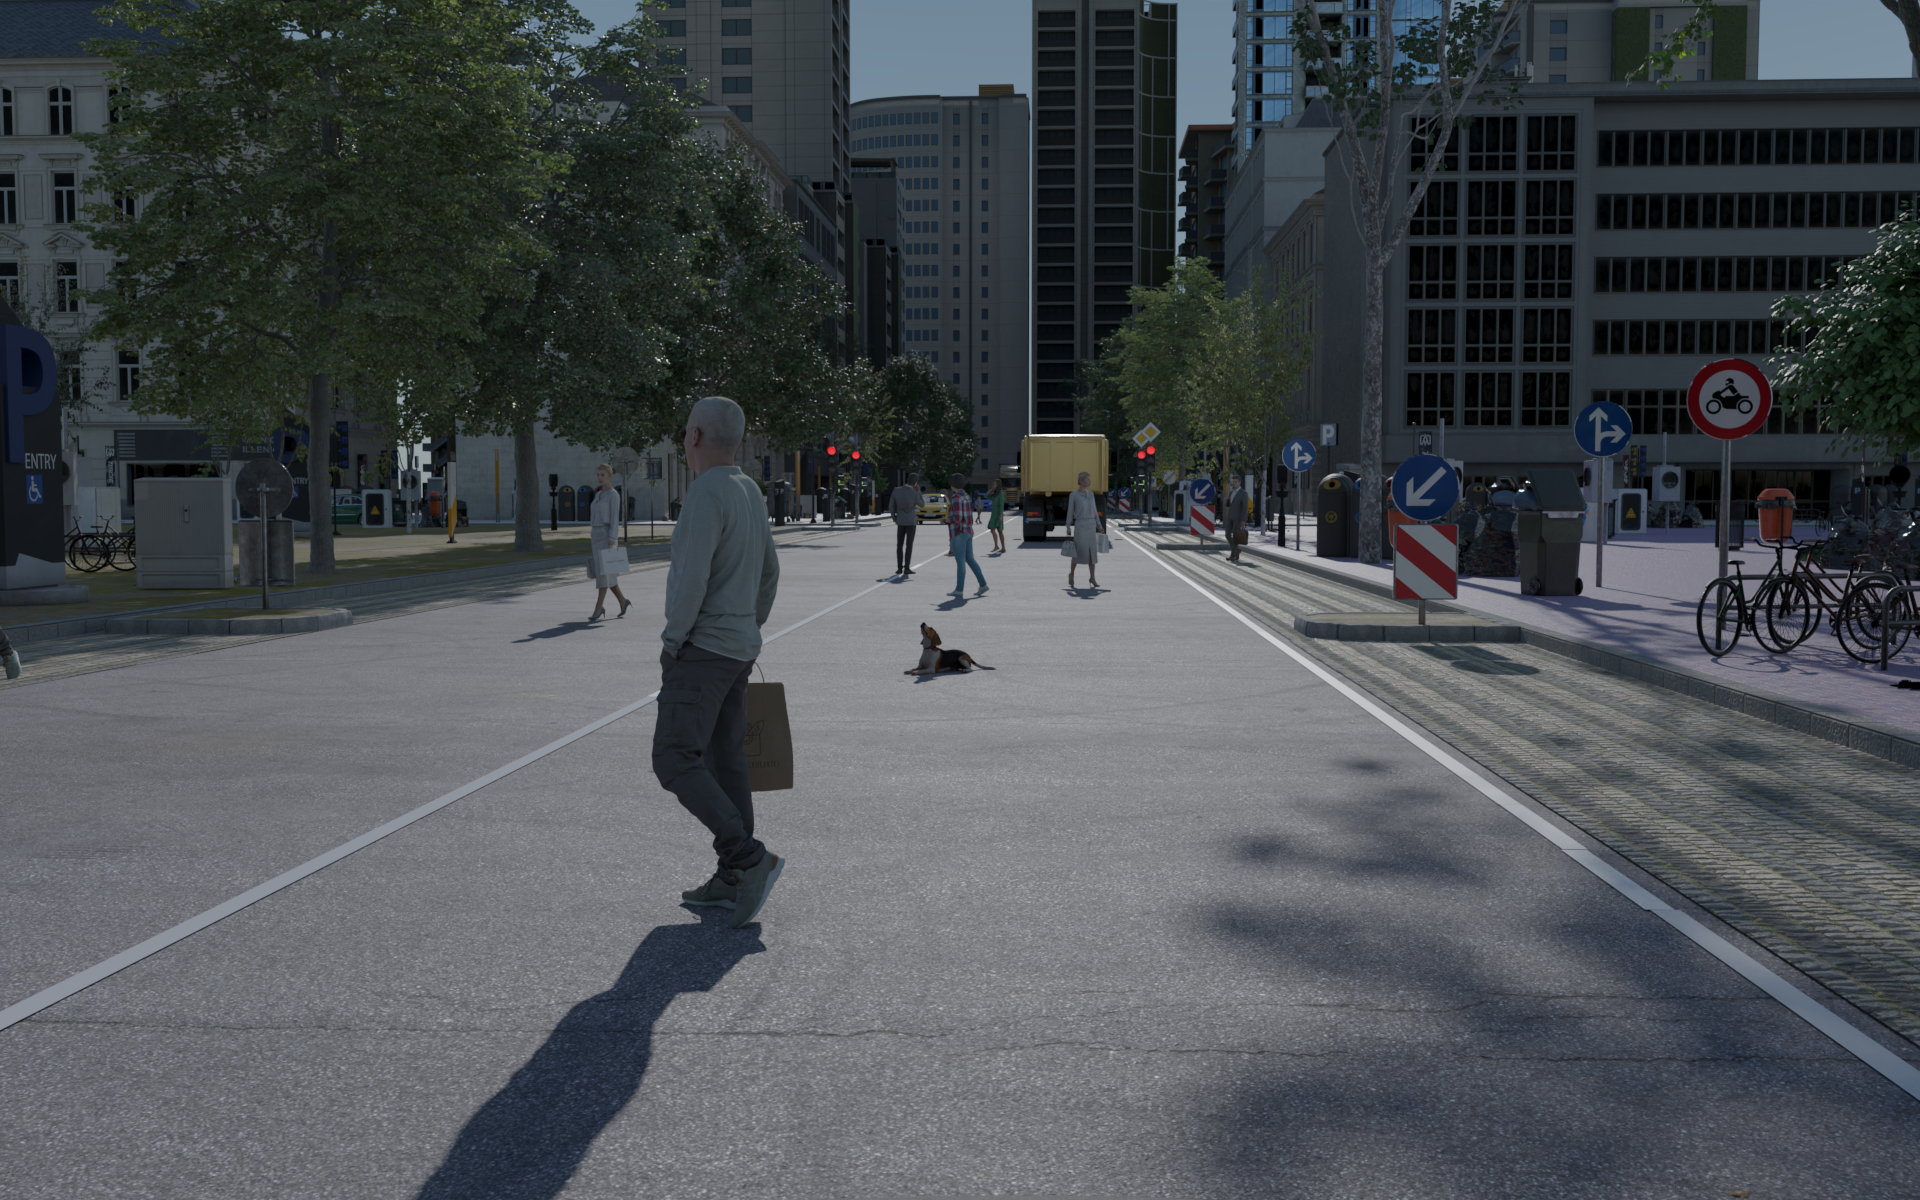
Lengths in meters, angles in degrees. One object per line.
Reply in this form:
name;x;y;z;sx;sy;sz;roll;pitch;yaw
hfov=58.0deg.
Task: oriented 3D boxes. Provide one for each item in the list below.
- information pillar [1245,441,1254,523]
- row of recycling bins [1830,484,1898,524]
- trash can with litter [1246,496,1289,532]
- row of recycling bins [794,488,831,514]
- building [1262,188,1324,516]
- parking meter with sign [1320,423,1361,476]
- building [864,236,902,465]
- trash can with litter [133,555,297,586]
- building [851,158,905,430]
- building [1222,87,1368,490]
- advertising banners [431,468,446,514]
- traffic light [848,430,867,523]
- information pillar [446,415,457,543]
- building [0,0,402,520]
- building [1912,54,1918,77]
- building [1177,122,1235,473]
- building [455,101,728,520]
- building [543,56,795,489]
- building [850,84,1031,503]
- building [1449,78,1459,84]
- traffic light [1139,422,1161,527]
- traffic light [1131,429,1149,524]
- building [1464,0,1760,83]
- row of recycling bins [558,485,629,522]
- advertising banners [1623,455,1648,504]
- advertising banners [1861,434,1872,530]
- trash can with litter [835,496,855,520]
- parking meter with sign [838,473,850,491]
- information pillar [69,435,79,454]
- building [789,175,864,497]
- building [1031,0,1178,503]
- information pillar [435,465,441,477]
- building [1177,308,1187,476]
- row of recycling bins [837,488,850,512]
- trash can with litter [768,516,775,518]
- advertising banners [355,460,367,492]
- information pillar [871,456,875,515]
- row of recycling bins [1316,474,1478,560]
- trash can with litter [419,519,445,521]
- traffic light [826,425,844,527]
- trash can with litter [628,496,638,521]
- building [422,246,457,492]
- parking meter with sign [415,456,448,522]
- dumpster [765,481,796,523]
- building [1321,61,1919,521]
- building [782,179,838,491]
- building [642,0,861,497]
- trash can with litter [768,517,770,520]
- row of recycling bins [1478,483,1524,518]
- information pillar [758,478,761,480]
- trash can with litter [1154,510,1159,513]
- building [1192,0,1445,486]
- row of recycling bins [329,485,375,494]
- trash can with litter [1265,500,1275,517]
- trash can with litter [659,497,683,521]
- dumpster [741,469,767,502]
information pillar;12.691;-5.176;75.976;0.504;3.616;0.183;-3;5;-43
row of recycling bins;38.877;-4.107;74.262;3.534;1.692;1.069;-1;4;-21
trash can with litter;10.418;-2.946;59.227;1.678;1.210;2.233;1;4;23
row of recycling bins;-10.280;-6.494;113.292;3.534;1.692;1.069;-2;4;-34
building;26.025;-16.712;109.398;11.583;22.565;21.152;0;4;3
parking meter with sign;9.840;-2.885;43.425;1.738;3.016;0.543;-2;4;-33
building;-14.090;-25.855;194.433;14.160;30.474;14.107;0;4;3
trash can with litter;-10.839;-0.866;25.222;2.233;1.210;1.678;-2;4;-27
building;-13.925;-32.358;212.645;14.086;41.232;14.154;0;4;3
building;27.302;-21.840;134.579;11.434;29.767;29.804;0;4;3
advertising banners;-37.805;-7.931;125.863;0.090;3.025;2.074;1;4;17
traffic light;-4.523;-5.335;76.147;0.839;4.253;0.868;0;4;3
information pillar;-13.250;-3.289;45.136;0.183;3.616;0.504;0;3;0
building;-54.617;-19.407;93.720;44.131;29.872;17.030;0;4;3
building;59.516;-16.329;84.993;19.932;24.808;12.078;0;4;3
building;36.786;-33.498;202.321;22.147;44.769;28.867;0;4;3
building;-19.186;-14.583;93.178;10.420;20.320;16.860;0;4;3
building;-19.399;-19.939;113.386;14.401;28.519;23.554;0;4;3
building;-3.947;-43.472;252.758;28.212;58.520;21.231;0;4;3
building;60.441;-43.248;249.100;28.212;58.520;21.231;0;4;3
traffic light;7.395;-4.804;67.460;0.839;4.253;0.868;0;4;3
traffic light;7.867;-5.291;75.431;0.839;4.253;0.868;0;4;3
building;75.338;-40.452;203.384;28.212;58.520;21.231;0;4;3
row of recycling bins;-17.219;-4.542;81.376;3.534;1.692;1.069;1;4;13
advertising banners;29.726;-4.900;76.302;0.090;3.025;2.074;-1;4;-8
advertising banners;20.413;-2.621;39.036;0.090;3.025;2.074;2;4;32
trash can with litter;-5.785;-4.664;87.645;1.055;1.170;0.624;2;4;24
parking meter with sign;-9.304;-9.113;145.253;1.738;3.016;0.543;-2;4;-29
information pillar;-35.316;-4.757;69.126;0.504;3.616;0.183;1;4;20
building;-17.028;-23.730;159.693;14.160;30.474;14.107;0;4;3
building;20.792;-49.675;250.433;20.611;71.187;20.563;0;4;3
information pillar;-41.543;-8.961;137.859;0.504;3.616;0.183;-3;4;-39
building;38.303;-29.125;247.896;14.107;30.474;14.160;0;4;3
row of recycling bins;-9.481;-7.106;123.301;3.534;1.692;1.069;1;4;12
trash can with litter;-10.631;-4.894;91.072;2.233;1.210;1.678;-2;4;-32
advertising banners;-31.366;-5.698;89.344;0.090;3.025;2.074;2;4;27
information pillar;-5.315;-7.039;106.444;0.183;3.616;0.504;0;4;7
row of recycling bins;8.461;-1.666;34.357;1.069;1.692;3.534;-2;4;-32
trash can with litter;-24.982;-4.381;82.680;2.233;1.210;1.678;3;5;39
traffic light;-4.995;-4.847;68.176;0.839;4.253;0.868;0;4;3
trash can with litter;-15.809;-4.388;83.136;0.624;1.170;1.055;0;4;-8
building;-57.658;-34.569;215.315;14.200;45.320;14.600;0;4;3
parking meter with sign;-23.928;-5.065;79.070;1.738;3.016;0.543;0;4;-7
dumpster;-8.195;-4.460;78.682;1.264;1.857;1.865;0;4;3
building;34.692;-16.487;88.624;30.058;24.678;14.314;0;4;3
building;-18.168;-21.016;137.118;14.314;27.812;24.014;0;4;3
building;-19.643;-45.132;176.161;20.563;71.187;20.611;0;4;3
trash can with litter;-9.701;-4.450;84.142;0.624;1.170;1.055;1;4;20
row of recycling bins;19.672;-3.330;61.559;3.534;1.692;1.069;3;4;39
information pillar;-9.072;-4.450;77.256;0.304;2.012;0.304;-1;4;-23
trash can with litter;14.318;-6.748;121.388;2.233;1.210;1.678;0;4;3
building;35.578;-52.489;170.862;22.319;86.520;31.000;0;4;3
row of recycling bins;-28.850;-4.470;80.201;3.534;1.692;1.069;-3;5;-40
trash can with litter;16.157;-4.886;91.272;0.624;1.170;1.055;-3;5;-45
trash can with litter;-13.616;-4.293;81.574;1.055;1.170;0.624;-1;4;-16
dumpster;-8.120;-3.812;64.818;1.502;2.255;1.985;0;4;4
